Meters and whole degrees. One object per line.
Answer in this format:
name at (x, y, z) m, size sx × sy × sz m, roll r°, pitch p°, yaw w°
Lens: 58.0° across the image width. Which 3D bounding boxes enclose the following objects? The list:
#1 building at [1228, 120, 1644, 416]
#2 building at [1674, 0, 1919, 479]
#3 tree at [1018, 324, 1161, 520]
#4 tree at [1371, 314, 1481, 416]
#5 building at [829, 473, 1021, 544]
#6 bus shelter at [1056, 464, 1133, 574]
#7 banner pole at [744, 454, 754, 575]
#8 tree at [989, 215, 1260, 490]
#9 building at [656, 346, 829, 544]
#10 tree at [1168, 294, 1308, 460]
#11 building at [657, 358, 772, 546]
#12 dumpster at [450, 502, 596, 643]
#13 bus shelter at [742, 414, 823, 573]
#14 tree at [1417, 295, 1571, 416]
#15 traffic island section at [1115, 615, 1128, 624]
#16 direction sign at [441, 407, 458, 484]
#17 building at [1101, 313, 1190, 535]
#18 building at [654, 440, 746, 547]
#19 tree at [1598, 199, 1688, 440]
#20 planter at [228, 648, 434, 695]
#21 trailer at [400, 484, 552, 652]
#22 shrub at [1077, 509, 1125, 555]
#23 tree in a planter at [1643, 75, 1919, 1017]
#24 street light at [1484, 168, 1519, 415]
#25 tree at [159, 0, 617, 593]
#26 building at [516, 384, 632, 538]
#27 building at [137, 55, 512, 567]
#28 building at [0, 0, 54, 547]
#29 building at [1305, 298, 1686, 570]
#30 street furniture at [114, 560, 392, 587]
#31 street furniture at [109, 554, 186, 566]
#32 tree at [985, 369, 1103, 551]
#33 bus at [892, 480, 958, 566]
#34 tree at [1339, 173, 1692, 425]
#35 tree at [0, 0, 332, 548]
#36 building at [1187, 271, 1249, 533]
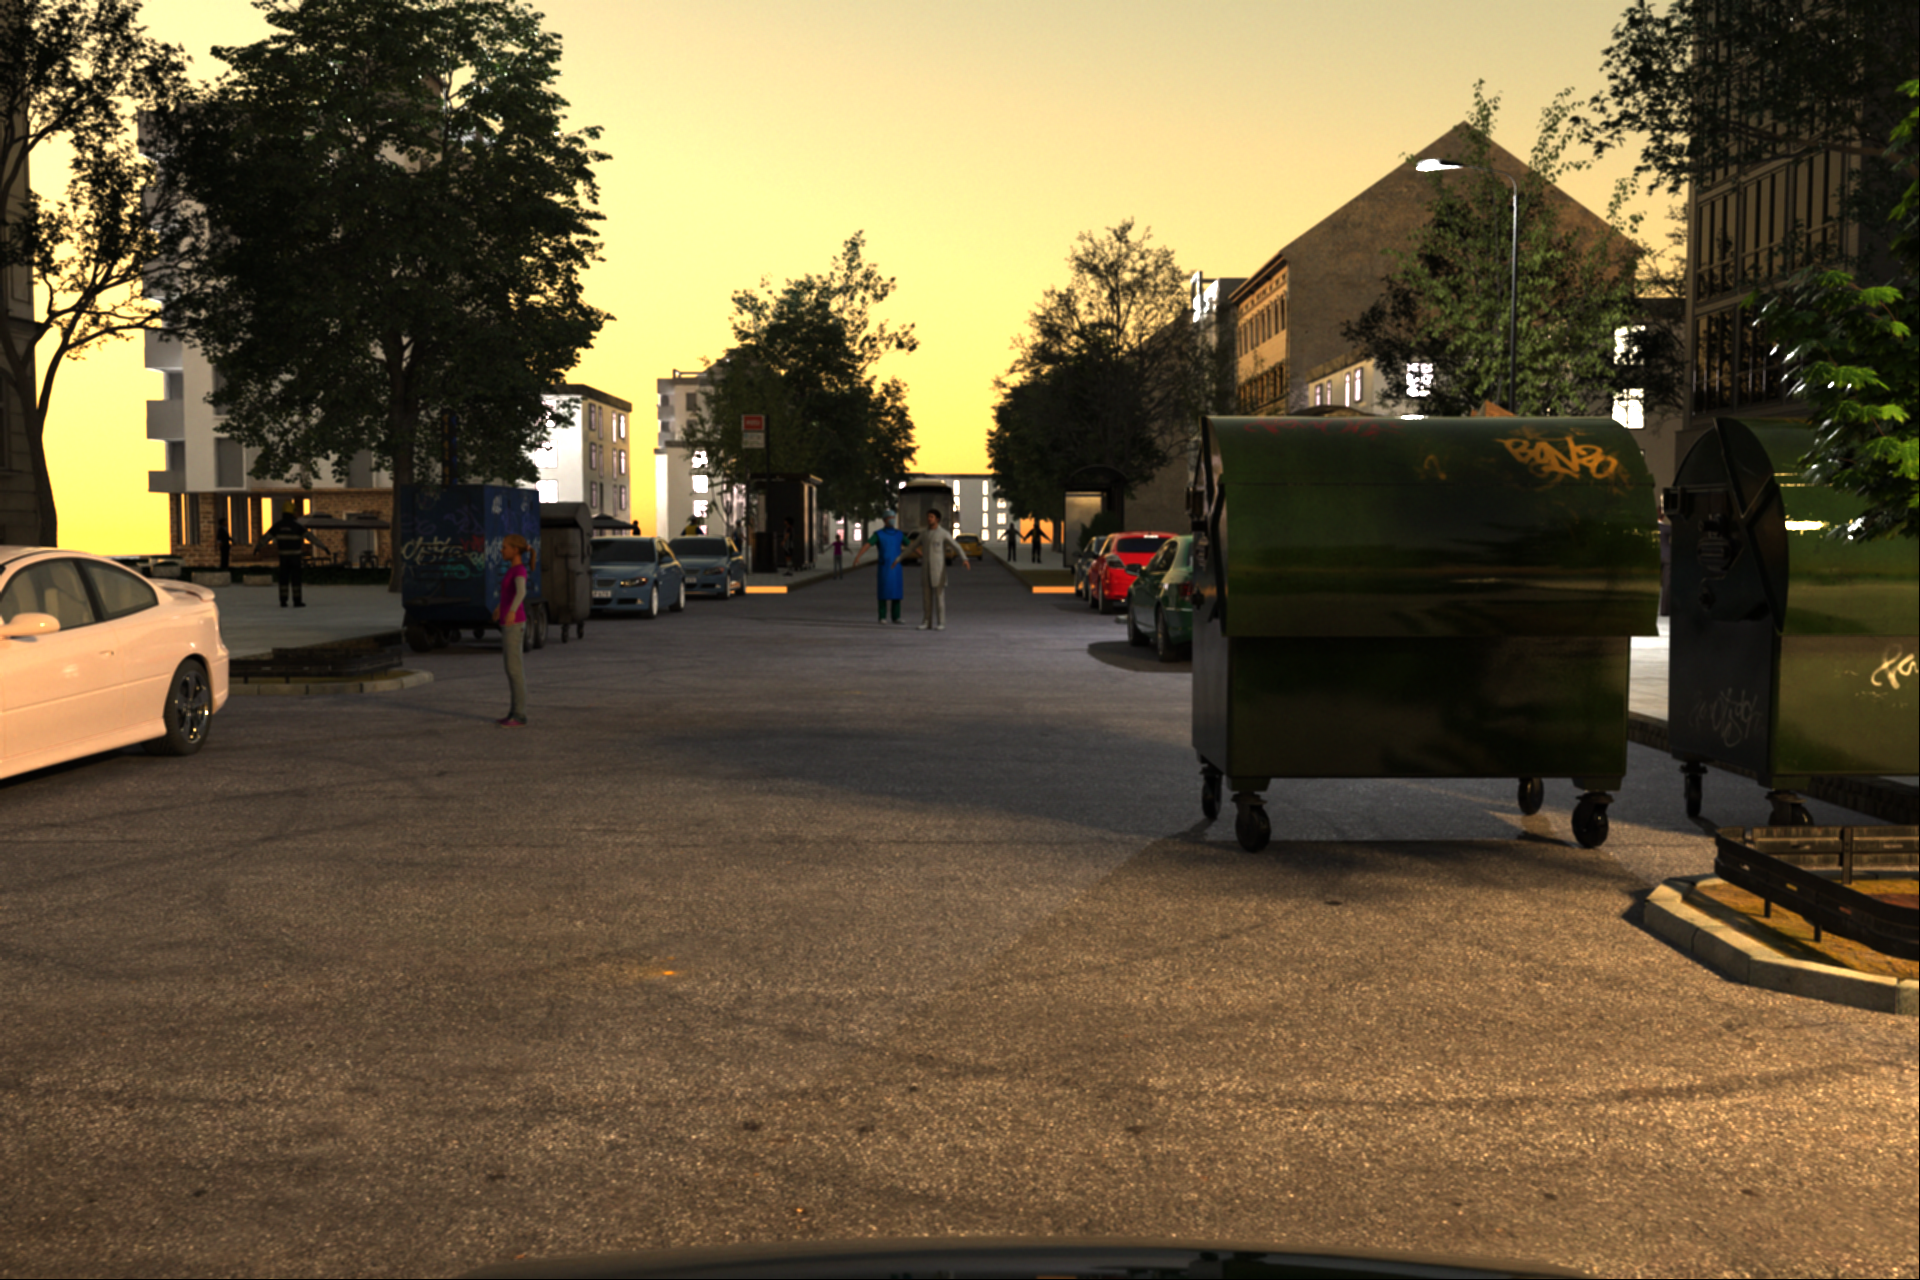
building at (26.822, -16.559, 101.672) m, size 19.493 × 23.208 × 18.063 m, roll 0°, pitch 4°, yaw 0°
building at (26.802, -13.113, 33.468) m, size 14.314 × 24.678 × 30.058 m, roll 0°, pitch 4°, yaw 1°
tree at (6.901, -10.667, 92.526) m, size 7.486 × 12.596 × 7.792 m, roll 0°, pitch 3°, yaw 0°
tree at (16.038, -6.560, 57.610) m, size 4.360 × 8.622 × 3.978 m, roll 0°, pitch 3°, yaw 0°
building at (-5.476, -17.907, 237.383) m, size 28.070 × 9.664 × 9.099 m, roll -1°, pitch 4°, yaw -9°
bus shelter at (4.055, -3.610, 52.941) m, size 2.014 × 3.302 × 5.546 m, roll 0°, pitch 4°, yaw 1°
banner pole at (-6.690, -3.953, 54.653) m, size 0.401 × 3.779 × 0.863 m, roll 0°, pitch 4°, yaw 2°
tree at (6.165, -9.623, 67.708) m, size 12.009 × 13.543 × 11.850 m, roll 0°, pitch 3°, yaw 0°
building at (-25.961, -23.314, 212.109) m, size 19.493 × 23.208 × 18.063 m, roll 0°, pitch 4°, yaw -1°
tree at (8.010, -6.308, 53.503) m, size 4.360 × 8.622 × 3.978 m, roll 0°, pitch 3°, yaw 0°
building at (-26.531, -20.252, 187.531) m, size 16.016 × 20.090 × 11.380 m, roll 0°, pitch 3°, yaw 0°
dumpster at (-5.898, -0.914, 23.167) m, size 1.865 × 1.857 × 1.264 m, roll 0°, pitch 3°, yaw 0°
bus shelter at (-6.215, -5.081, 60.714) m, size 2.179 × 5.291 × 8.768 m, roll 0°, pitch 4°, yaw 0°
tree at (15.439, -6.152, 50.955) m, size 4.737 × 8.622 × 4.395 m, roll 0°, pitch 3°, yaw 0°
traffic island section at (3.543, -0.321, 28.120) m, size 1.991 × 0.108 × 1.994 m, roll 0°, pitch 4°, yaw 1°
direction sign at (-9.220, -2.406, 31.336) m, size 0.379 × 3.537 × 0.876 m, roll 0°, pitch 4°, yaw -1°
building at (23.004, -20.490, 165.940) m, size 19.493 × 23.208 × 18.063 m, roll 0°, pitch 4°, yaw 0°
building at (-25.348, -13.893, 169.293) m, size 9.099 × 9.664 × 28.070 m, roll 0°, pitch 4°, yaw 1°
tree at (24.998, -8.900, 55.890) m, size 12.009 × 13.543 × 11.850 m, roll 0°, pitch 3°, yaw 0°
planter at (-6.134, 0.289, 16.420) m, size 1.991 × 0.319 × 1.994 m, roll 0°, pitch 4°, yaw 1°
trailer at (-5.911, -0.825, 20.541) m, size 1.471 × 1.999 × 3.904 m, roll 0°, pitch 3°, yaw 0°
shrub at (4.014, -2.636, 47.514) m, size 1.690 × 2.028 × 1.600 m, roll 0°, pitch 3°, yaw 0°
tree in a planter at (3.502, -0.529, 5.875) m, size 1.991 × 3.239 × 1.994 m, roll 0°, pitch 4°, yaw 1°
street light at (7.431, -2.999, 21.583) m, size 1.470 × 5.913 × 1.316 m, roll 0°, pitch 4°, yaw 0°
tree at (-12.180, -8.025, 37.870) m, size 9.857 × 13.997 × 8.962 m, roll 0°, pitch 3°, yaw 0°
building at (-25.508, -10.321, 110.901) m, size 9.099 × 9.664 × 28.070 m, roll 0°, pitch 4°, yaw 0°
building at (-26.490, -13.059, 69.929) m, size 16.016 × 20.090 × 11.380 m, roll 0°, pitch 3°, yaw 0°
building at (-31.813, -12.183, 31.212) m, size 16.112 × 23.069 × 30.059 m, roll 0°, pitch 4°, yaw 1°
building at (22.419, -8.166, 75.656) m, size 9.099 × 9.664 × 28.070 m, roll 0°, pitch 4°, yaw 0°
street furniture at (-17.066, -1.773, 44.615) m, size 10.072 × 0.657 × 5.734 m, roll -1°, pitch 4°, yaw -14°
street furniture at (-28.508, -2.471, 56.029) m, size 5.734 × 0.657 × 10.072 m, roll -2°, pitch 4°, yaw -35°
tree at (6.974, -13.507, 127.500) m, size 9.857 × 13.997 × 8.962 m, roll 0°, pitch 3°, yaw 0°
bus at (-1.547, -5.537, 82.082) m, size 2.896 × 3.916 × 12.252 m, roll 0°, pitch 4°, yaw 0°
tree at (14.018, -6.696, 43.900) m, size 8.767 × 10.594 × 7.601 m, roll 0°, pitch 4°, yaw 8°
tree at (-12.192, -5.404, 22.768) m, size 7.601 × 10.594 × 8.767 m, roll 2°, pitch 4°, yaw 31°
building at (21.797, -16.456, 125.483) m, size 16.016 × 20.090 × 11.380 m, roll 0°, pitch 4°, yaw 0°
